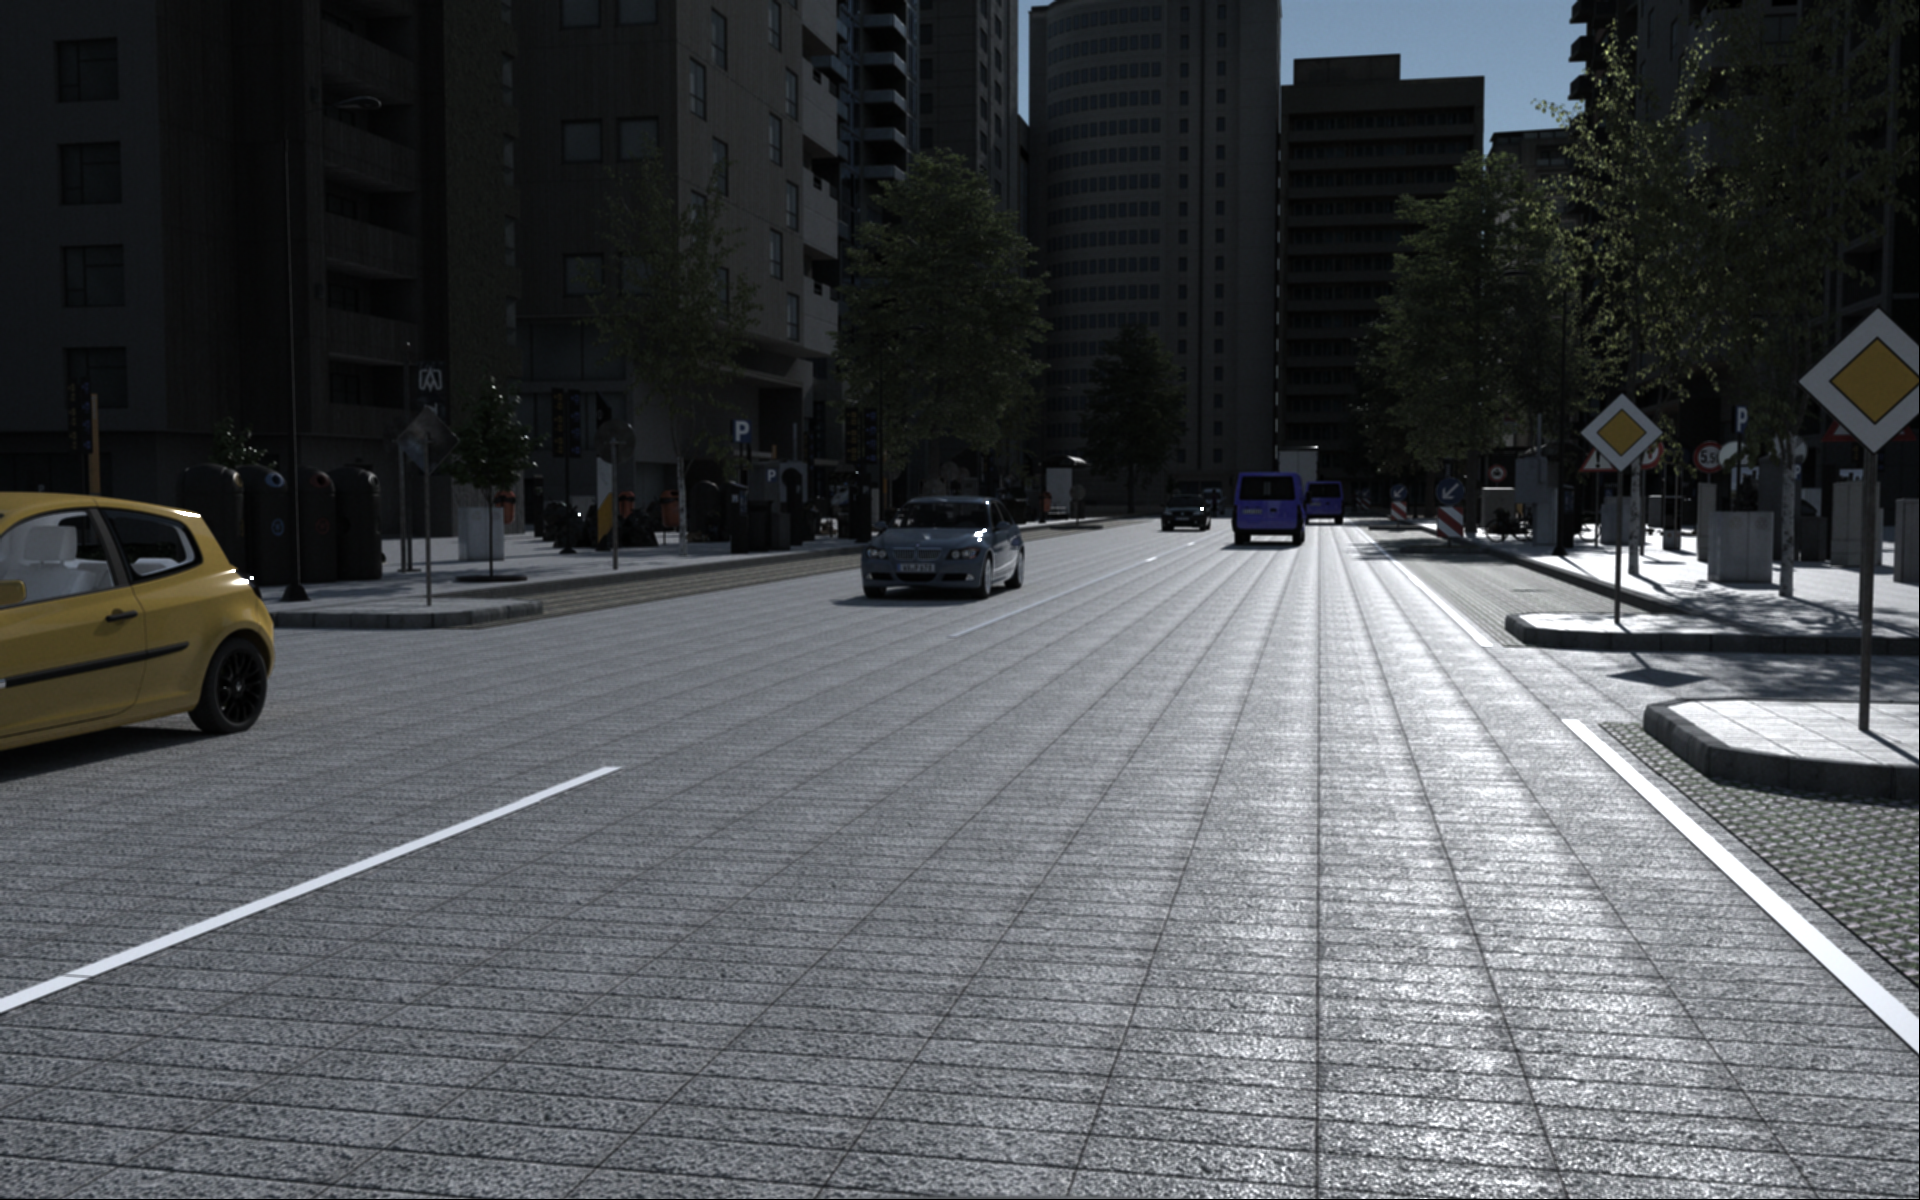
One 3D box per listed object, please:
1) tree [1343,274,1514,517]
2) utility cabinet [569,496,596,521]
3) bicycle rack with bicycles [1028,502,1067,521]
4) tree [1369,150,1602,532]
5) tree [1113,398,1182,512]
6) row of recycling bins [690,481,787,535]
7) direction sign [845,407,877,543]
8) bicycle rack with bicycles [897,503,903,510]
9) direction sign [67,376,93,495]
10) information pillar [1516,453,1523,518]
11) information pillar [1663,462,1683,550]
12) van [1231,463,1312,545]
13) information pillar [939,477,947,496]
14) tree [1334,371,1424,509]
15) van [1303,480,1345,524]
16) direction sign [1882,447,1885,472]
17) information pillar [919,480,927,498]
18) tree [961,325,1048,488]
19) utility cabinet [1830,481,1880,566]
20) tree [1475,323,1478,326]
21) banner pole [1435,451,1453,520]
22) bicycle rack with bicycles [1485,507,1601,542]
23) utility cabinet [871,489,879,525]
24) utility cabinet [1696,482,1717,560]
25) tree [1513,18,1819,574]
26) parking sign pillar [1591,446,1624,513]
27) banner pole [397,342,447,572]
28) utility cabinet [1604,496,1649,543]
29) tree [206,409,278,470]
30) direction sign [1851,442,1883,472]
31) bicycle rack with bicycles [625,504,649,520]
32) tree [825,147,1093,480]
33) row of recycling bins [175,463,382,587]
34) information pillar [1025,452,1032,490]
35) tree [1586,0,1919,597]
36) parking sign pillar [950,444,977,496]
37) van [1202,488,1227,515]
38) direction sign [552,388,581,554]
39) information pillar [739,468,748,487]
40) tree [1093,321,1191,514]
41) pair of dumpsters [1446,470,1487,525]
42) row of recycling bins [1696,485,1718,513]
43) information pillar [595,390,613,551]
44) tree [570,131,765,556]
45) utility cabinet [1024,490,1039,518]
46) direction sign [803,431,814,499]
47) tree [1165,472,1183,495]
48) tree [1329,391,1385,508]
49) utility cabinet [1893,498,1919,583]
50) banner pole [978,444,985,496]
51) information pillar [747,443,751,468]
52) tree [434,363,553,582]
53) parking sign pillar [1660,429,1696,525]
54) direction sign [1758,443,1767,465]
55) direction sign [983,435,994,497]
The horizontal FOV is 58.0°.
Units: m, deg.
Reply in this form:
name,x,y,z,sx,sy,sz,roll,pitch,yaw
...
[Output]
name,x,y,z,sx,sy,sz,roll,pitch,yaw
tree,26.916,-11.728,98.402,9.857,13.997,8.962,0,3,0
utility cabinet,-14.174,-3.291,64.963,1.020,1.237,0.306,-3,5,-42
bicycle rack with bicycles,3.769,-4.312,83.887,2.852,0.926,2.925,3,4,36
tree,17.279,-8.512,57.300,7.486,12.596,7.792,0,3,0
tree,14.623,-11.119,132.165,4.737,8.622,4.395,0,3,0
row of recycling bins,-6.988,-2.956,55.447,3.534,1.692,1.069,-3,5,-41
direction sign,-2.590,-3.270,45.461,0.876,3.537,0.379,-2,4,-24
bicycle rack with bicycles,-1.516,-3.786,75.284,2.852,0.926,2.925,1,4,23
direction sign,-17.068,-2.547,33.643,0.876,3.537,0.379,3,4,37
information pillar,27.772,-5.787,85.966,0.504,3.616,0.183,-3,4,-37
information pillar,16.378,-2.159,39.798,0.304,2.012,0.304,3,5,45
van,9.033,-2.808,50.294,2.240,2.365,5.245,1,4,13
information pillar,-0.726,-4.172,72.711,0.304,2.012,0.304,1,4,10
tree,37.340,-14.265,150.242,9.611,12.733,9.660,0,3,0
van,17.642,-4.892,84.373,2.240,2.365,5.245,1,4,10
direction sign,32.377,-4.257,61.606,0.876,3.537,0.379,2,4,34
information pillar,-1.919,-5.202,89.546,0.304,2.012,0.304,2,4,29
tree,1.754,-7.448,72.137,4.737,8.622,4.395,0,3,0
utility cabinet,15.826,-1.343,30.632,1.173,1.500,0.318,-3,4,-39
tree,16.701,-6.056,49.379,4.360,8.622,3.978,0,3,0
banner pole,23.961,-5.848,85.639,0.863,3.779,0.401,1,4,20
bicycle rack with bicycles,15.799,-2.049,46.885,2.925,0.926,2.852,1,4,20
utility cabinet,-3.711,-3.780,70.487,0.318,1.500,1.173,-3,5,-43
utility cabinet,14.447,-1.518,33.491,0.318,1.500,1.173,1,4,21
tree,11.014,-4.713,27.412,4.360,8.622,3.978,0,3,0
parking sign pillar,29.274,-5.494,78.303,1.447,3.967,1.447,0,4,4
banner pole,-8.902,-2.364,28.668,0.863,3.779,0.401,0,4,-6
utility cabinet,17.647,-2.131,46.000,1.020,1.237,0.306,1,4,11
tree,-16.596,-2.727,39.189,1.663,3.219,1.824,0,3,0
direction sign,22.630,-3.151,43.513,0.379,3.537,0.876,0,4,-2
bicycle rack with bicycles,-11.510,-3.202,65.735,2.925,0.926,2.852,-1,4,-13
tree,-0.430,-8.505,57.184,7.486,12.596,7.792,0,3,0
row of recycling bins,-9.675,-1.074,24.677,1.069,1.692,3.534,1,4,22
information pillar,3.700,-6.266,93.799,0.504,3.616,0.183,3,5,40
tree,10.150,-4.356,21.576,4.737,8.622,4.395,0,3,0
parking sign pillar,0.186,-6.042,87.260,1.447,3.967,1.447,-1,4,-18
van,17.573,-6.948,120.619,2.013,2.044,4.112,1,4,10
direction sign,-8.456,-2.769,37.268,0.379,3.537,0.876,2,4,28
information pillar,-6.160,-2.767,49.727,0.304,2.012,0.304,1,4,11
tree,11.673,-11.964,113.731,7.486,12.596,7.792,0,3,0
pair of dumpsters,21.158,-4.293,72.681,1.574,2.255,4.437,1,4,12
row of recycling bins,33.637,-4.378,78.689,1.069,1.692,3.534,3,4,38
information pillar,-7.984,-2.906,38.862,0.504,3.616,0.183,3,5,44
tree,-5.751,-5.196,35.320,4.737,8.622,4.395,0,3,0
utility cabinet,3.689,-5.169,93.184,1.173,1.500,0.318,-1,4,-17
direction sign,-5.462,-4.318,62.602,0.379,3.537,0.876,-2,4,-29
tree,18.151,-9.465,149.361,1.663,3.219,1.824,0,3,0
tree,39.867,-15.415,162.397,12.009,13.543,11.850,0,3,0
utility cabinet,14.154,-0.855,25.144,1.020,1.237,0.306,0,4,5
banner pole,0.837,-4.833,69.038,0.401,3.779,0.863,2,4,26
information pillar,-8.857,-4.976,72.707,0.183,3.616,0.504,-1,4,-20
tree,-7.024,-1.904,25.740,1.663,3.219,1.824,0,3,0
parking sign pillar,29.649,-5.077,71.478,1.447,3.967,1.447,3,5,41
direction sign,35.523,-5.168,76.488,0.876,3.537,0.379,-2,4,-26
direction sign,1.098,-4.568,66.690,0.379,3.537,0.876,-2,4,-25
